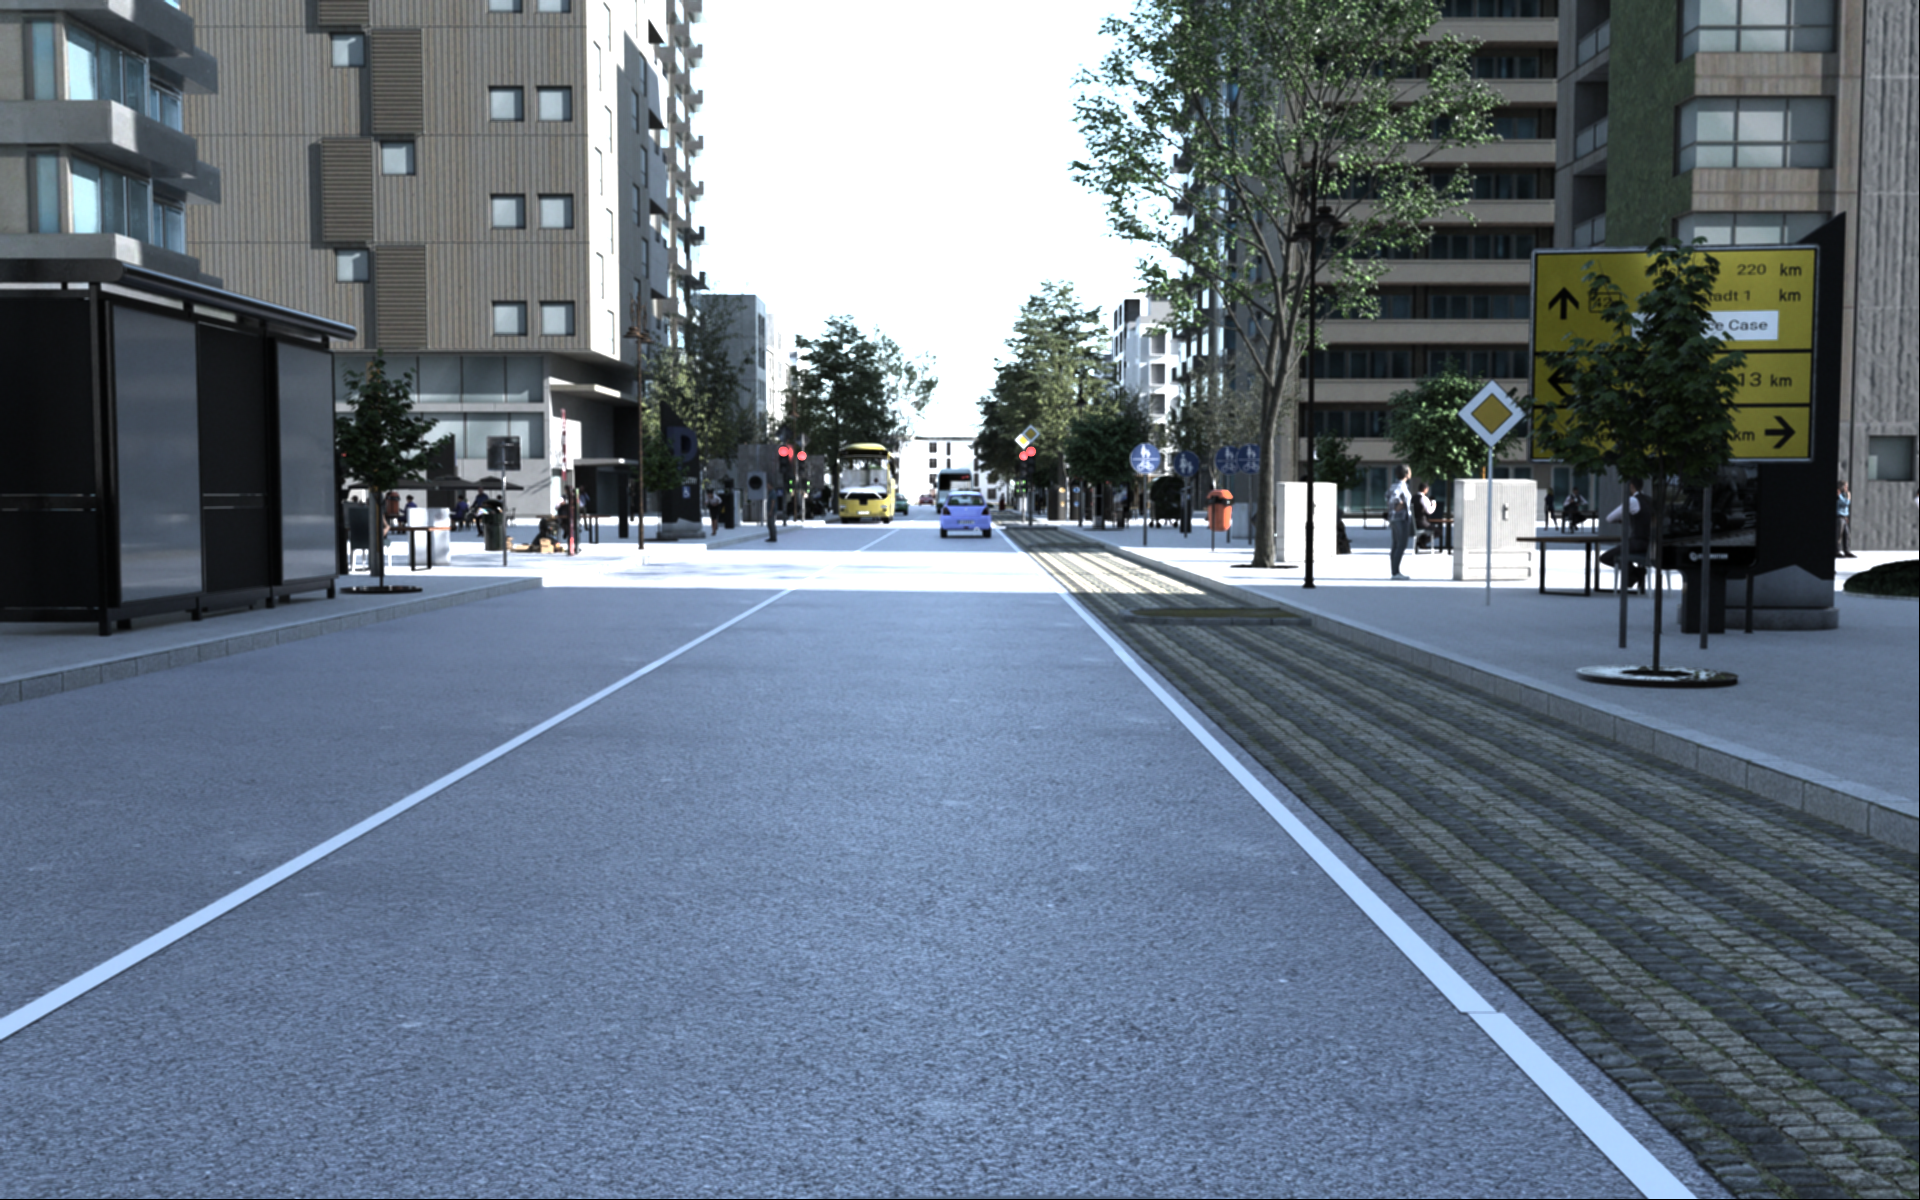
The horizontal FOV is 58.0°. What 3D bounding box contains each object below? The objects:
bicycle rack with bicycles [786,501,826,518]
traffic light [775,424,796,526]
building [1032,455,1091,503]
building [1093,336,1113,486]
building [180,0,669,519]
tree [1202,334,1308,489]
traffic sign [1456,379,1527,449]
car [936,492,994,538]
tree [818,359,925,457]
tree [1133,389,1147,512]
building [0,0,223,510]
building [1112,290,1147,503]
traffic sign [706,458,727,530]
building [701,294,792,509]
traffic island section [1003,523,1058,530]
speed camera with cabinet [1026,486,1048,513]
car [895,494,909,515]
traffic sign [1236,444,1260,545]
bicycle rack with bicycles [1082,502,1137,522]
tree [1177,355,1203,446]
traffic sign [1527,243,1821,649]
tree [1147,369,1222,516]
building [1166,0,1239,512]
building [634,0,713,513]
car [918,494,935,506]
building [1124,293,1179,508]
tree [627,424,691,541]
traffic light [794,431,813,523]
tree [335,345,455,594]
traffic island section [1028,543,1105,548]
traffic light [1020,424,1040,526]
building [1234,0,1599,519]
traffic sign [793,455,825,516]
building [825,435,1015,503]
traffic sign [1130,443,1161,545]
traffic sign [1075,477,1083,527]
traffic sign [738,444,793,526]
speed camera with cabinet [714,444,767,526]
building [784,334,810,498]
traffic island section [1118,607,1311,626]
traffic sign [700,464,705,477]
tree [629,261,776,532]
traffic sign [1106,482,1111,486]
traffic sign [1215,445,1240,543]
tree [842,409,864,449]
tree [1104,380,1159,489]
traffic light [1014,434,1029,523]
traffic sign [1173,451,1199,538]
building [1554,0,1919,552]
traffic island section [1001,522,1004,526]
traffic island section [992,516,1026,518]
[{"bbox_3d":[-8.989,-5.002,95.165,2.852,0.926,2.925,-2,4,-30],"label":"bicycle rack with bicycles"},{"bbox_3d":[-7.026,-4.927,69.480,0.839,4.253,0.868,0,3,0],"label":"traffic light"},{"bbox_3d":[21.822,-18.936,251.755,28.070,9.664,9.099,0,3,0],"label":"building"},{"bbox_3d":[24.500,-21.762,212.228,16.016,20.091,11.380,0,3,0],"label":"building"},{"bbox_3d":[-32.243,-31.264,100.404,28.713,52.752,27.495,0,3,0],"label":"building"},{"bbox_3d":[13.786,-7.854,78.779,4.360,8.622,3.978,0,3,0],"label":"tree"},{"bbox_3d":[6.094,-1.230,19.837,0.795,2.593,0.064,0,4,4],"label":"traffic sign"},{"bbox_3d":[0.172,-2.970,58.155,1.945,1.707,3.694,0,4,-1],"label":"car"},{"bbox_3d":[-8.387,-14.825,152.764,12.009,13.543,11.850,0,3,0],"label":"tree"},{"bbox_3d":[12.952,-10.511,122.220,4.737,8.622,4.395,0,3,0],"label":"tree"},{"bbox_3d":[-37.604,-26.031,45.209,30.456,49.044,23.786,0,3,0],"label":"building"},{"bbox_3d":[30.415,-21.153,189.819,27.936,21.610,32.646,0,3,0],"label":"building"},{"bbox_3d":[-8.653,-3.758,61.548,0.768,2.556,0.104,0,4,0],"label":"traffic sign"},{"bbox_3d":[-26.342,-18.492,168.796,16.747,18.905,31.486,0,3,0],"label":"building"},{"bbox_3d":[2.855,-2.894,69.603,2.009,0.180,2.903,0,3,0],"label":"traffic island section"},{"bbox_3d":[5.123,-7.484,116.704,0.660,3.252,2.038,2,4,25],"label":"speed camera with cabinet"},{"bbox_3d":[-4.475,-6.717,118.619,1.959,1.807,4.718,0,4,-1],"label":"car"},{"bbox_3d":[7.368,-2.679,43.900,0.768,2.556,0.104,0,4,4],"label":"traffic sign"},{"bbox_3d":[7.124,-4.080,80.088,2.925,0.926,2.852,-3,5,-43],"label":"bicycle rack with bicycles"},{"bbox_3d":[12.994,-8.354,86.953,4.360,8.622,3.978,0,3,0],"label":"tree"},{"bbox_3d":[5.851,-1.250,14.306,2.265,3.308,0.079,1,4,8],"label":"traffic sign"},{"bbox_3d":[13.596,-9.262,101.795,4.737,8.622,4.395,0,3,0],"label":"tree"},{"bbox_3d":[28.492,-31.628,136.730,23.786,49.044,30.456,0,3,0],"label":"building"},{"bbox_3d":[-30.925,-31.182,129.437,23.786,49.044,30.456,0,3,0],"label":"building"},{"bbox_3d":[-4.206,-12.665,216.107,2.155,1.783,4.494,0,4,-1],"label":"car"},{"bbox_3d":[24.151,-19.045,167.811,16.016,20.091,11.380,0,3,0],"label":"building"},{"bbox_3d":[-8.322,-3.216,47.181,1.663,3.219,1.824,0,3,0],"label":"tree"},{"bbox_3d":[-7.020,-5.416,77.465,0.839,4.253,0.868,0,3,0],"label":"traffic light"},{"bbox_3d":[-7.465,-1.717,22.680,1.663,3.219,1.824,0,3,0],"label":"tree"},{"bbox_3d":[2.834,-1.455,46.651,1.991,0.108,1.994,0,3,0],"label":"traffic island section"},{"bbox_3d":[2.815,-4.928,69.489,0.839,4.253,0.868,0,3,0],"label":"traffic light"},{"bbox_3d":[26.856,-28.983,97.579,21.600,48.544,21.300,0,3,0],"label":"building"},{"bbox_3d":[-8.159,-5.876,89.952,2.265,3.308,0.079,0,4,4],"label":"traffic sign"},{"bbox_3d":[-6.605,-18.953,252.028,28.070,9.664,9.099,0,3,0],"label":"building"},{"bbox_3d":[4.623,-2.636,43.198,0.768,2.556,0.104,1,4,10],"label":"traffic sign"},{"bbox_3d":[4.687,-4.082,66.843,0.768,2.556,0.104,0,4,6],"label":"traffic sign"},{"bbox_3d":[-7.905,-4.681,70.411,2.265,3.308,0.079,0,4,1],"label":"traffic sign"},{"bbox_3d":[-8.755,-4.562,68.931,2.038,3.252,0.660,0,4,6],"label":"speed camera with cabinet"},{"bbox_3d":[-24.232,-21.637,210.190,11.380,20.091,16.016,0,3,0],"label":"building"},{"bbox_3d":[2.821,0.193,19.707,1.991,0.108,1.994,0,3,0],"label":"traffic island section"},{"bbox_3d":[-10.781,-4.310,70.581,0.768,2.556,0.104,0,4,6],"label":"traffic sign"},{"bbox_3d":[-8.352,-6.404,55.064,4.360,8.622,3.978,0,3,0],"label":"tree"},{"bbox_3d":[7.458,-5.266,86.208,0.768,2.556,0.104,0,4,2],"label":"traffic sign"},{"bbox_3d":[7.068,-2.779,45.536,0.768,2.556,0.104,0,4,3],"label":"traffic sign"},{"bbox_3d":[-8.868,-11.137,132.456,4.737,8.622,4.395,0,3,0],"label":"tree"},{"bbox_3d":[10.827,-9.879,111.883,4.360,8.622,3.978,0,3,0],"label":"tree"},{"bbox_3d":[2.821,-5.416,77.474,0.839,4.253,0.868,0,3,0],"label":"traffic light"},{"bbox_3d":[6.641,-3.107,50.898,0.768,2.556,0.104,0,4,3],"label":"traffic sign"},{"bbox_3d":[23.207,-22.065,44.361,14.154,41.232,14.086,0,3,0],"label":"building"},{"bbox_3d":[2.861,-3.383,77.588,2.009,0.180,2.903,0,3,0],"label":"traffic island section"},{"bbox_3d":[2.869,-4.894,102.890,1.991,0.108,1.994,0,3,0],"label":"traffic island section"}]
